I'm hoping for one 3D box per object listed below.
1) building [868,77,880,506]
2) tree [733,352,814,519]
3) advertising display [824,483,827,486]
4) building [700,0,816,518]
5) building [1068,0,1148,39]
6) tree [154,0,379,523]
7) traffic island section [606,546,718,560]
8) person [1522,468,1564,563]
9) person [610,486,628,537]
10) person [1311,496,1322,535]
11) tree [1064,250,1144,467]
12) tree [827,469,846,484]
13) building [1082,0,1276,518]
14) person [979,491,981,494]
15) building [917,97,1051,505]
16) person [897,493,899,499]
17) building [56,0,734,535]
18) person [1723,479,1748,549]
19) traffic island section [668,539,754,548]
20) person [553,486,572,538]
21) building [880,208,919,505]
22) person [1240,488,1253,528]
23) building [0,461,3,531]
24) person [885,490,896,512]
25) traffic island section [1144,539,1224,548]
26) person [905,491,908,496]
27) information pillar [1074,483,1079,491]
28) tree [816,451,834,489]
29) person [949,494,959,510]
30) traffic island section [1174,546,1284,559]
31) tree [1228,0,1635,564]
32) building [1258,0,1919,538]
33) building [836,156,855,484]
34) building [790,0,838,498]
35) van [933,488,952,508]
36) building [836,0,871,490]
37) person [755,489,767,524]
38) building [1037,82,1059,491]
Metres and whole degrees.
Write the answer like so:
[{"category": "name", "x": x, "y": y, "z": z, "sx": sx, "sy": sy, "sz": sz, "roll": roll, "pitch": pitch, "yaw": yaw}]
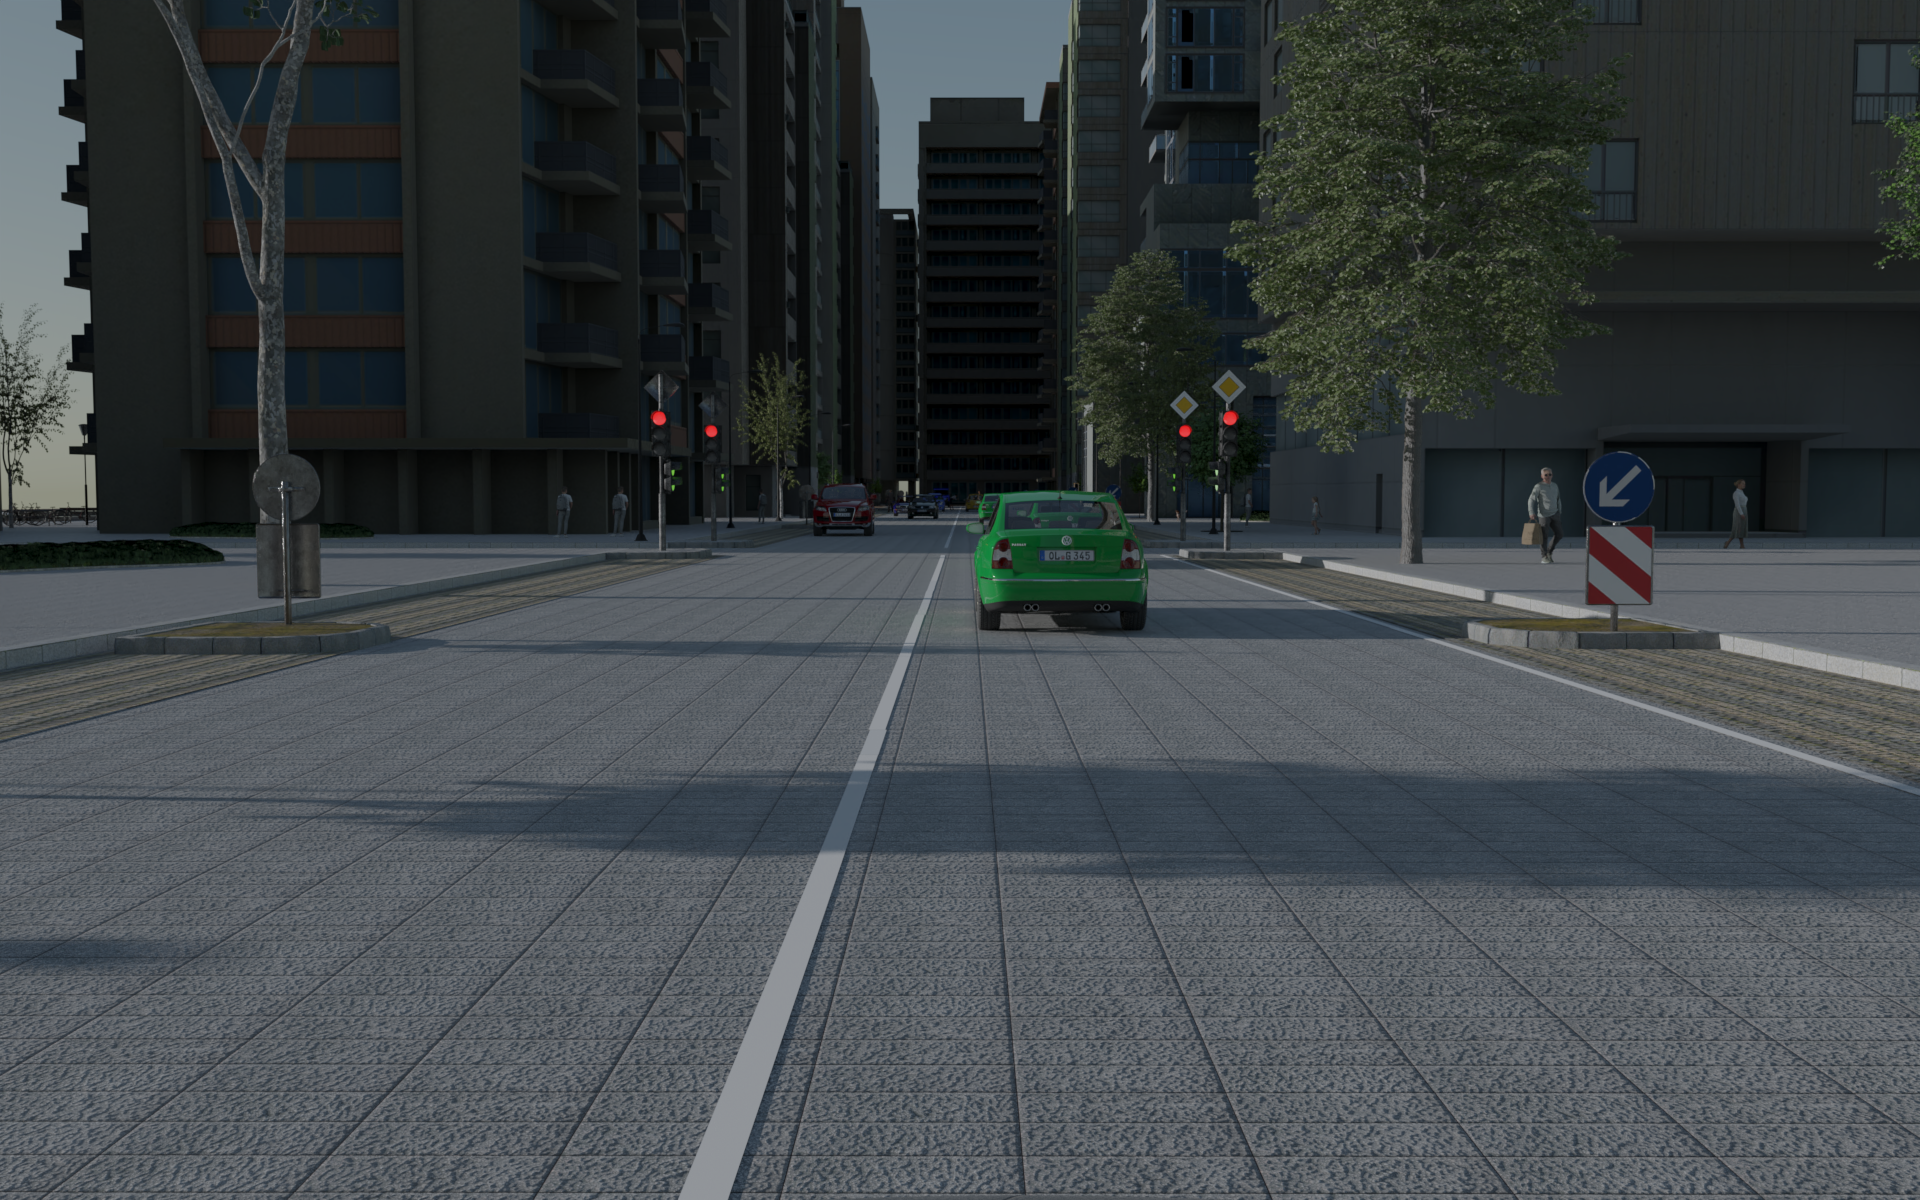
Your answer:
[{"category": "building", "x": -19.701, "y": -34.481, "z": 187.465, "sx": 21.600, "sy": 48.544, "sz": 21.300, "roll": 0, "pitch": 4, "yaw": 0}, {"category": "tree", "x": -9.336, "y": -8.473, "z": 88.901, "sx": 4.737, "sy": 8.622, "sz": 4.395, "roll": 0, "pitch": 3, "yaw": 0}, {"category": "advertising display", "x": -7.940, "y": -5.934, "z": 102.228, "sx": 0.123, "sy": 1.923, "sz": 0.974, "roll": 0, "pitch": 4, "yaw": -3}, {"category": "building", "x": -15.764, "y": -19.997, "z": 98.652, "sx": 14.160, "sy": 30.474, "sz": 14.107, "roll": 0, "pitch": 4, "yaw": 0}, {"category": "building", "x": 16.054, "y": -28.362, "z": 147.305, "sx": 14.154, "sy": 41.232, "sz": 14.086, "roll": 0, "pitch": 4, "yaw": 0}, {"category": "tree", "x": -10.799, "y": -10.325, "z": 24.698, "sx": 12.611, "sy": 20.169, "sz": 13.585, "roll": 0, "pitch": 3, "yaw": 0}, {"category": "traffic island section", "x": -6.765, "y": -1.041, "z": 39.304, "sx": 2.009, "sy": 0.180, "sz": 2.903, "roll": 0, "pitch": 4, "yaw": 0}, {"category": "person", "x": 10.804, "y": -1.567, "z": 32.149, "sx": 0.782, "sy": 1.767, "sz": 0.515, "roll": -1, "pitch": 4, "yaw": -20}, {"category": "person", "x": -10.299, "y": -2.668, "z": 52.268, "sx": 0.503, "sy": 1.515, "sz": 0.523, "roll": -3, "pitch": 5, "yaw": -42}, {"category": "person", "x": 11.215, "y": -2.648, "z": 54.352, "sx": 0.382, "sy": 1.210, "sz": 0.505, "roll": 0, "pitch": 4, "yaw": 7}, {"category": "tree", "x": 8.570, "y": -9.961, "z": 80.986, "sx": 7.486, "sy": 12.596, "sz": 7.792, "roll": 0, "pitch": 3, "yaw": 0}, {"category": "tree", "x": -8.503, "y": -7.722, "z": 120.853, "sx": 1.663, "sy": 3.219, "sz": 1.824, "roll": 0, "pitch": 3, "yaw": 0}, {"category": "building", "x": 19.740, "y": -48.457, "z": 104.940, "sx": 22.319, "sy": 86.520, "sz": 31.000, "roll": 0, "pitch": 4, "yaw": 0}, {"category": "person", "x": 1.837, "y": -9.590, "z": 166.006, "sx": 1.217, "sy": 1.735, "sz": 0.721, "roll": 2, "pitch": 4, "yaw": 27}, {"category": "building", "x": 5.663, "y": -36.180, "z": 215.247, "sx": 21.600, "sy": 48.544, "sz": 21.300, "roll": 0, "pitch": 4, "yaw": 0}, {"category": "person", "x": -6.692, "y": -11.041, "z": 189.573, "sx": 0.434, "sy": 1.755, "sz": 0.990, "roll": 0, "pitch": 4, "yaw": -5}, {"category": "building", "x": -20.876, "y": -25.192, "z": 66.515, "sx": 22.147, "sy": 44.769, "sz": 28.867, "roll": 0, "pitch": 4, "yaw": 0}, {"category": "person", "x": 19.378, "y": -2.109, "z": 43.200, "sx": 0.478, "sy": 1.798, "sz": 0.641, "roll": -3, "pitch": 4, "yaw": -37}, {"category": "traffic island section", "x": -6.738, "y": -1.530, "z": 47.289, "sx": 2.009, "sy": 0.180, "sz": 2.903, "roll": 0, "pitch": 4, "yaw": 0}, {"category": "person", "x": -11.661, "y": -2.581, "z": 50.834, "sx": 0.523, "sy": 1.515, "sz": 0.503, "roll": 3, "pitch": 5, "yaw": 39}, {"category": "building", "x": -17.112, "y": -32.418, "z": 221.913, "sx": 23.993, "sy": 40.220, "sz": 32.217, "roll": 0, "pitch": 4, "yaw": 0}, {"category": "person", "x": 10.974, "y": -3.510, "z": 66.020, "sx": 0.523, "sy": 1.515, "sz": 0.503, "roll": -3, "pitch": 5, "yaw": -42}, {"category": "building", "x": -40.144, "y": -22.543, "z": 52.169, "sx": 14.086, "sy": 41.232, "sz": 14.154, "roll": 0, "pitch": 4, "yaw": 0}, {"category": "person", "x": -5.436, "y": -7.695, "z": 134.873, "sx": 0.990, "sy": 1.755, "sz": 0.434, "roll": -2, "pitch": 4, "yaw": -29}, {"category": "traffic island section", "x": 6.103, "y": -1.527, "z": 47.241, "sx": 2.009, "sy": 0.180, "sz": 2.903, "roll": 0, "pitch": 4, "yaw": 0}, {"category": "person", "x": -5.935, "y": -11.422, "z": 195.975, "sx": 0.721, "sy": 1.736, "sz": 1.217, "roll": 0, "pitch": 4, "yaw": 7}, {"category": "information pillar", "x": 7.851, "y": -6.876, "z": 116.920, "sx": 0.304, "sy": 2.012, "sz": 0.304, "roll": 0, "pitch": 3, "yaw": 0}, {"category": "tree", "x": -9.804, "y": -7.868, "z": 112.353, "sx": 4.285, "sy": 4.588, "sz": 4.351, "roll": 0, "pitch": 3, "yaw": 0}, {"category": "person", "x": -0.552, "y": -8.668, "z": 153.408, "sx": 0.628, "sy": 1.438, "sz": 0.799, "roll": 3, "pitch": 4, "yaw": 37}, {"category": "traffic island section", "x": 6.076, "y": -1.038, "z": 39.256, "sx": 2.009, "sy": 0.180, "sz": 2.903, "roll": 0, "pitch": 4, "yaw": 0}, {"category": "tree", "x": 8.585, "y": -6.922, "z": 31.297, "sx": 7.486, "sy": 12.596, "sz": 7.792, "roll": 0, "pitch": 3, "yaw": 0}, {"category": "building", "x": 25.787, "y": -28.823, "z": 60.496, "sx": 27.495, "sy": 52.752, "sz": 28.713, "roll": 0, "pitch": 4, "yaw": 0}, {"category": "building", "x": -16.268, "y": -22.763, "z": 143.879, "sx": 14.160, "sy": 30.474, "sz": 14.107, "roll": 0, "pitch": 4, "yaw": 0}, {"category": "building", "x": -16.657, "y": -27.251, "z": 129.144, "sx": 14.154, "sy": 41.232, "sz": 14.086, "roll": 0, "pitch": 4, "yaw": 0}, {"category": "van", "x": -1.994, "y": -10.965, "z": 183.664, "sx": 2.240, "sy": 2.365, "sz": 5.245, "roll": 0, "pitch": 4, "yaw": -1}, {"category": "building", "x": -15.422, "y": -31.064, "z": 158.009, "sx": 14.600, "sy": 45.320, "sz": 14.200, "roll": 0, "pitch": 4, "yaw": 0}, {"category": "person", "x": -8.552, "y": -4.029, "z": 74.516, "sx": 0.523, "sy": 1.515, "sz": 0.503, "roll": 0, "pitch": 4, "yaw": 1}, {"category": "building", "x": 19.492, "y": -32.313, "z": 182.934, "sx": 22.147, "sy": 44.769, "sz": 28.867, "roll": 0, "pitch": 4, "yaw": 0}]
